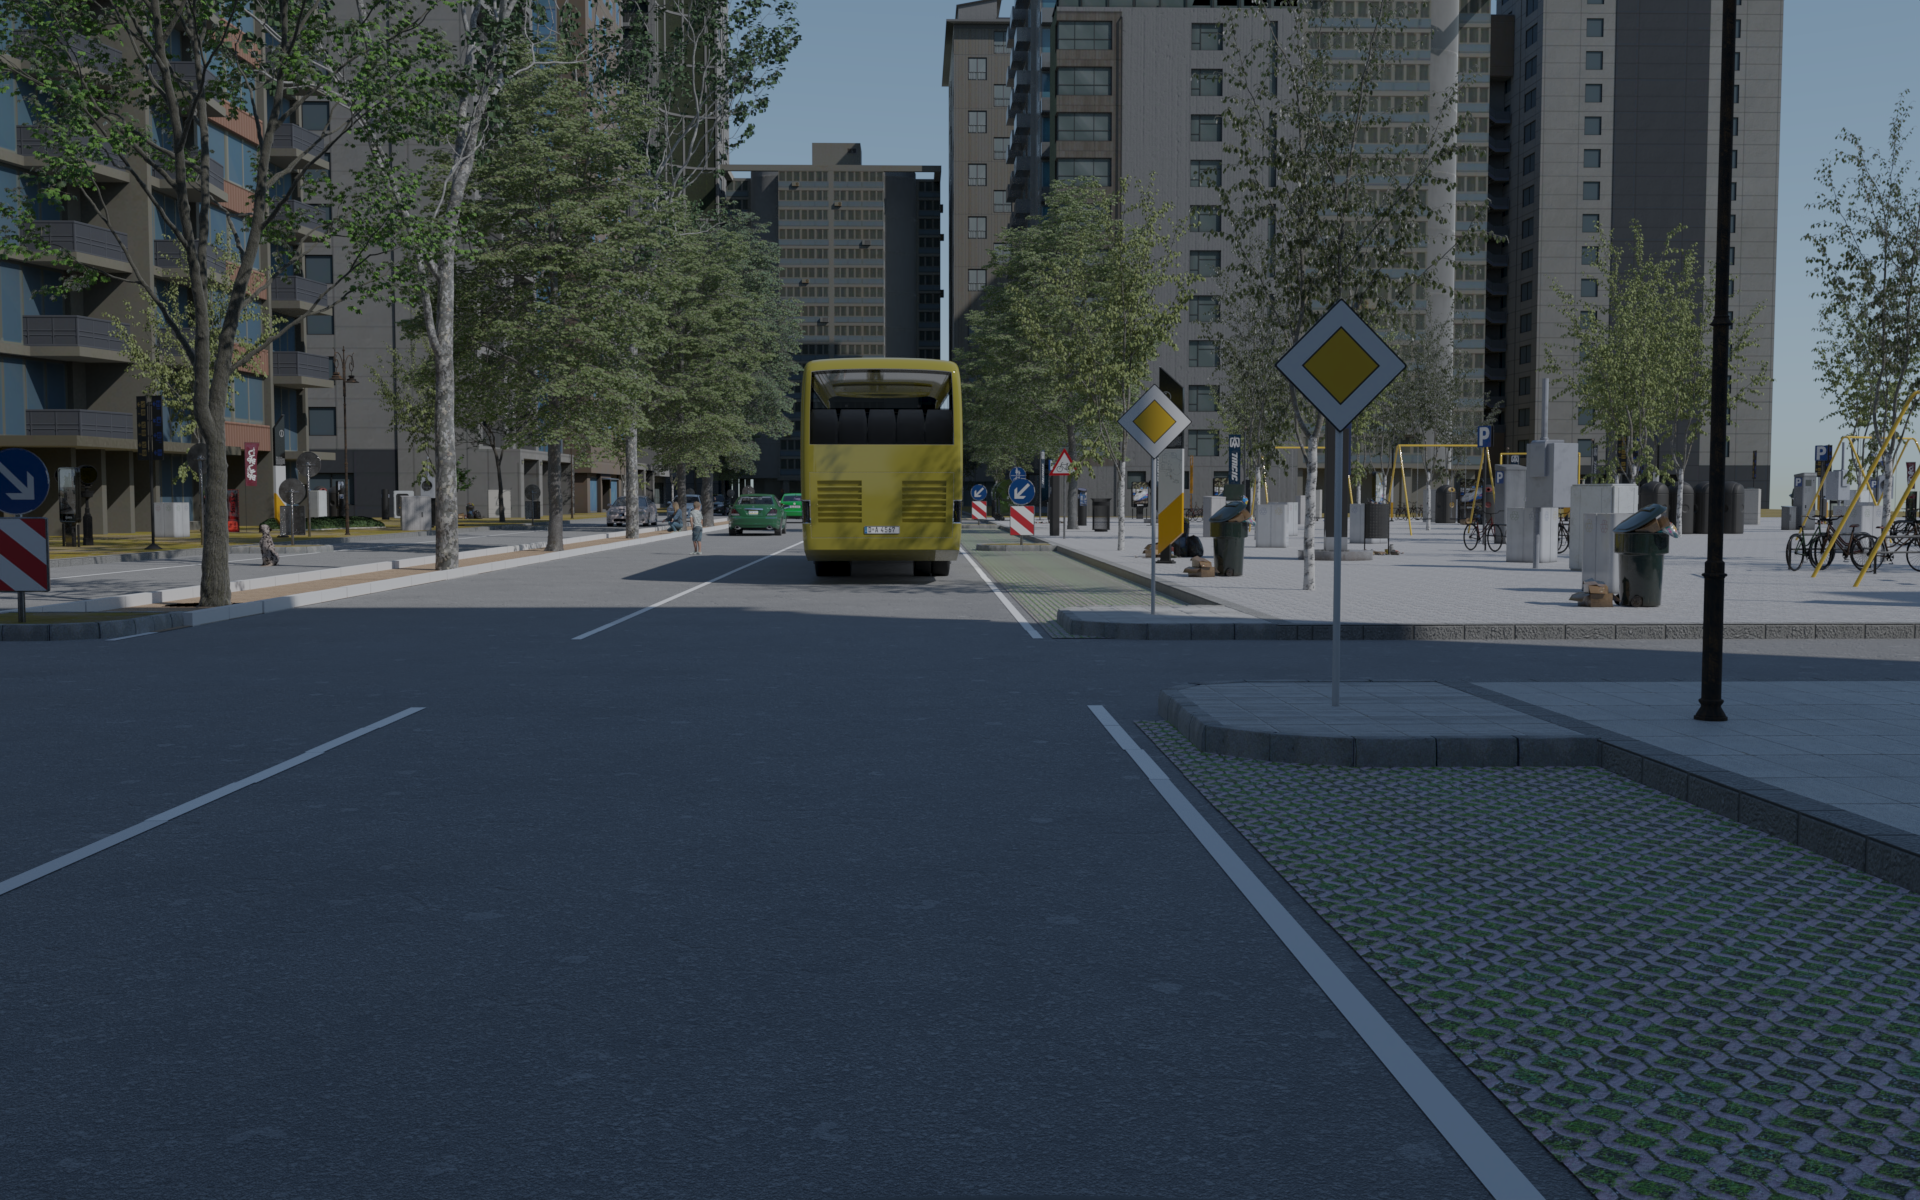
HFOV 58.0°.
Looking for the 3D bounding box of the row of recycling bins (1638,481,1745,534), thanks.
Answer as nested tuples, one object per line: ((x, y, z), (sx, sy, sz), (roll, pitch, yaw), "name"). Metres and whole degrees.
((23.529, -2.966, 55.610), (3.534, 1.692, 1.069), (-1, 4, -10), "row of recycling bins")

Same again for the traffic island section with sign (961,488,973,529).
((0.655, -3.880, 72.073), (1.989, 1.847, 2.006), (0, 4, -2), "traffic island section with sign")

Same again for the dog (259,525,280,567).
((-13.848, -1.080, 34.500), (0.513, 0.831, 0.800), (0, 4, 0), "dog")

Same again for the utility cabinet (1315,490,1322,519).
((18.323, -4.895, 88.714), (0.318, 1.500, 1.173), (1, 4, 17), "utility cabinet")

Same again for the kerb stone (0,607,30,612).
((-10.469, 0.185, 19.171), (0.120, 0.150, 1.000), (0, 4, -2), "kerb stone")

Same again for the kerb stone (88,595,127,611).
((-10.525, 0.060, 21.223), (0.120, 0.150, 1.000), (0, 4, -2), "kerb stone")

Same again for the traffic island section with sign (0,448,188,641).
((-9.370, -0.592, 17.810), (2.006, 1.907, 1.989), (0, 4, -2), "traffic island section with sign")

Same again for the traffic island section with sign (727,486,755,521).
((-11.413, -5.186, 92.921), (2.006, 1.907, 1.989), (0, 4, -2), "traffic island section with sign")

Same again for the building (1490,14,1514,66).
((41.357, -31.206, 160.335), (14.200, 45.320, 14.600), (0, 4, -2), "building")

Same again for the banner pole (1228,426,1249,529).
((10.276, -4.517, 63.870), (0.863, 3.779, 0.401), (-1, 4, -10), "banner pole")

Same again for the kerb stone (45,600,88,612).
((-10.501, 0.123, 20.193), (0.120, 0.150, 1.000), (0, 4, -2), "kerb stone")

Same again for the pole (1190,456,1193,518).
((12.240, -5.979, 91.597), (0.158, 3.312, 0.155), (0, 3, 0), "pole")

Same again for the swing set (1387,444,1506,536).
((15.162, -3.508, 54.983), (3.119, 2.851, 2.862), (0, 4, -4), "swing set")

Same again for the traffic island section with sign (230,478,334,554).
((-16.573, -2.076, 42.572), (1.989, 1.847, 2.006), (0, 4, -2), "traffic island section with sign")

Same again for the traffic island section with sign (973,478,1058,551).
((1.415, -2.164, 44.003), (1.989, 1.847, 2.006), (0, 4, -2), "traffic island section with sign")

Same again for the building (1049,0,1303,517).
((12.239, -20.357, 104.537), (14.160, 30.474, 14.107), (0, 4, -2), "building")

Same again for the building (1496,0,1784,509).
((58.864, -43.901, 156.030), (20.611, 71.187, 20.563), (0, 4, -2), "building")

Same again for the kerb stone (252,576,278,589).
((-10.662, -0.251, 26.340), (0.120, 0.150, 1.000), (0, 4, -2), "kerb stone")

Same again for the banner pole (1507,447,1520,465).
((29.632, -6.301, 93.039), (0.863, 3.779, 0.401), (1, 4, 15), "banner pole")

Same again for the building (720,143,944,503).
((-13.820, -30.724, 194.217), (23.993, 40.220, 32.217), (0, 4, -2), "building")

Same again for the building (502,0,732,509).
((-36.300, -45.833, 187.629), (20.611, 71.187, 20.563), (0, 4, -2), "building")

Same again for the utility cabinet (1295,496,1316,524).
((14.683, -3.820, 73.613), (1.020, 1.237, 0.306), (-3, 5, -39), "utility cabinet")

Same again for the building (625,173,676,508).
((-33.473, -23.644, 158.279), (14.107, 30.474, 14.160), (0, 4, -2), "building")

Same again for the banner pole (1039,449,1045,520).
((3.997, -5.785, 84.607), (0.401, 3.779, 0.863), (2, 4, 23), "banner pole")

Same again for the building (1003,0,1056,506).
((15.513, -32.513, 151.193), (23.786, 49.044, 30.456), (0, 4, -2), "building")

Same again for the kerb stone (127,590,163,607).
((-10.548, -0.003, 22.252), (0.120, 0.150, 1.000), (0, 4, -2), "kerb stone")

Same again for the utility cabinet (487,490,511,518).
((-24.604, -5.121, 92.408), (1.173, 1.500, 0.318), (-2, 4, -29), "utility cabinet")

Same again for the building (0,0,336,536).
((-37.017, -25.024, 63.775), (22.147, 44.769, 28.867), (0, 4, -2), "building")

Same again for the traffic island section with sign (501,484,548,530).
((-17.315, -3.750, 69.938), (1.989, 1.847, 2.006), (0, 4, -2), "traffic island section with sign")

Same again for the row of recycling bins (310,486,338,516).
((-32.373, -4.857, 86.520), (1.069, 1.692, 3.534), (3, 4, 39), "row of recycling bins")

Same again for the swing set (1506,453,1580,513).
((21.896, -4.173, 65.851), (3.119, 2.851, 2.862), (1, 4, 19), "swing set")

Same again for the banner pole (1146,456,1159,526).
((7.950, -4.900, 70.125), (0.863, 3.779, 0.401), (-2, 4, -27), "banner pole")

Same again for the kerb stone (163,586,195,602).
((-10.580, -0.066, 23.274), (0.120, 0.150, 1.000), (0, 4, -2), "kerb stone")

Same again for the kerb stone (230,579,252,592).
((-10.640, -0.191, 25.318), (0.120, 0.150, 1.000), (0, 4, -2), "kerb stone")

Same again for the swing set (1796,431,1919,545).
((24.982, -3.039, 47.304), (3.119, 2.851, 2.862), (-2, 4, -28), "swing set")

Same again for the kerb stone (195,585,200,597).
((-10.611, -0.128, 24.296), (0.120, 0.150, 1.000), (0, 4, -2), "kerb stone")

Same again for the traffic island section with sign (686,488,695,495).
((-18.660, -6.800, 119.804), (1.989, 1.847, 2.006), (0, 4, -2), "traffic island section with sign")

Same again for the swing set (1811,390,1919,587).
((14.063, -1.657, 24.719), (2.862, 2.851, 3.119), (1, 4, 15), "swing set")

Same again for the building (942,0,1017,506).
((11.943, -36.958, 193.504), (27.495, 52.752, 28.713), (0, 4, -2), "building")

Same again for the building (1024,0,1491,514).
((20.072, -26.411, 123.707), (32.217, 40.220, 23.993), (0, 4, -2), "building")

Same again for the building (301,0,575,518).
((-34.253, -40.578, 101.709), (20.563, 71.187, 20.611), (0, 4, -2), "building")

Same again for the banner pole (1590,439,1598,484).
((28.485, -5.374, 77.875), (0.401, 3.779, 0.863), (0, 4, -3), "banner pole")

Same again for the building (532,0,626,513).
((-31.555, -28.777, 120.614), (14.600, 45.320, 14.200), (0, 4, -2), "building")

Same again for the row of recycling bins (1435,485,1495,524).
((22.618, -4.201, 75.800), (3.534, 1.692, 1.069), (0, 4, 6), "row of recycling bins")

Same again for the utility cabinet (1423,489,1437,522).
((21.406, -4.231, 77.855), (0.318, 1.500, 1.173), (-3, 5, -41), "utility cabinet")

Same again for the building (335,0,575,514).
((-35.494, -42.753, 137.269), (20.563, 71.187, 20.611), (0, 4, -2), "building")

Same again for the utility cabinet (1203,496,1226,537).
((7.591, -2.477, 51.653), (0.306, 1.237, 1.020), (2, 4, 33), "utility cabinet")

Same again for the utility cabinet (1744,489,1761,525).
((32.519, -3.859, 71.771), (1.173, 1.500, 0.318), (3, 5, 43), "utility cabinet")

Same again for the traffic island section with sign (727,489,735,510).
((-19.393, -8.448, 146.750), (1.989, 1.847, 2.006), (0, 4, -2), "traffic island section with sign")

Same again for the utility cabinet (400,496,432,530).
((-19.278, -3.070, 61.349), (1.020, 1.237, 0.306), (-2, 4, -30), "utility cabinet")
